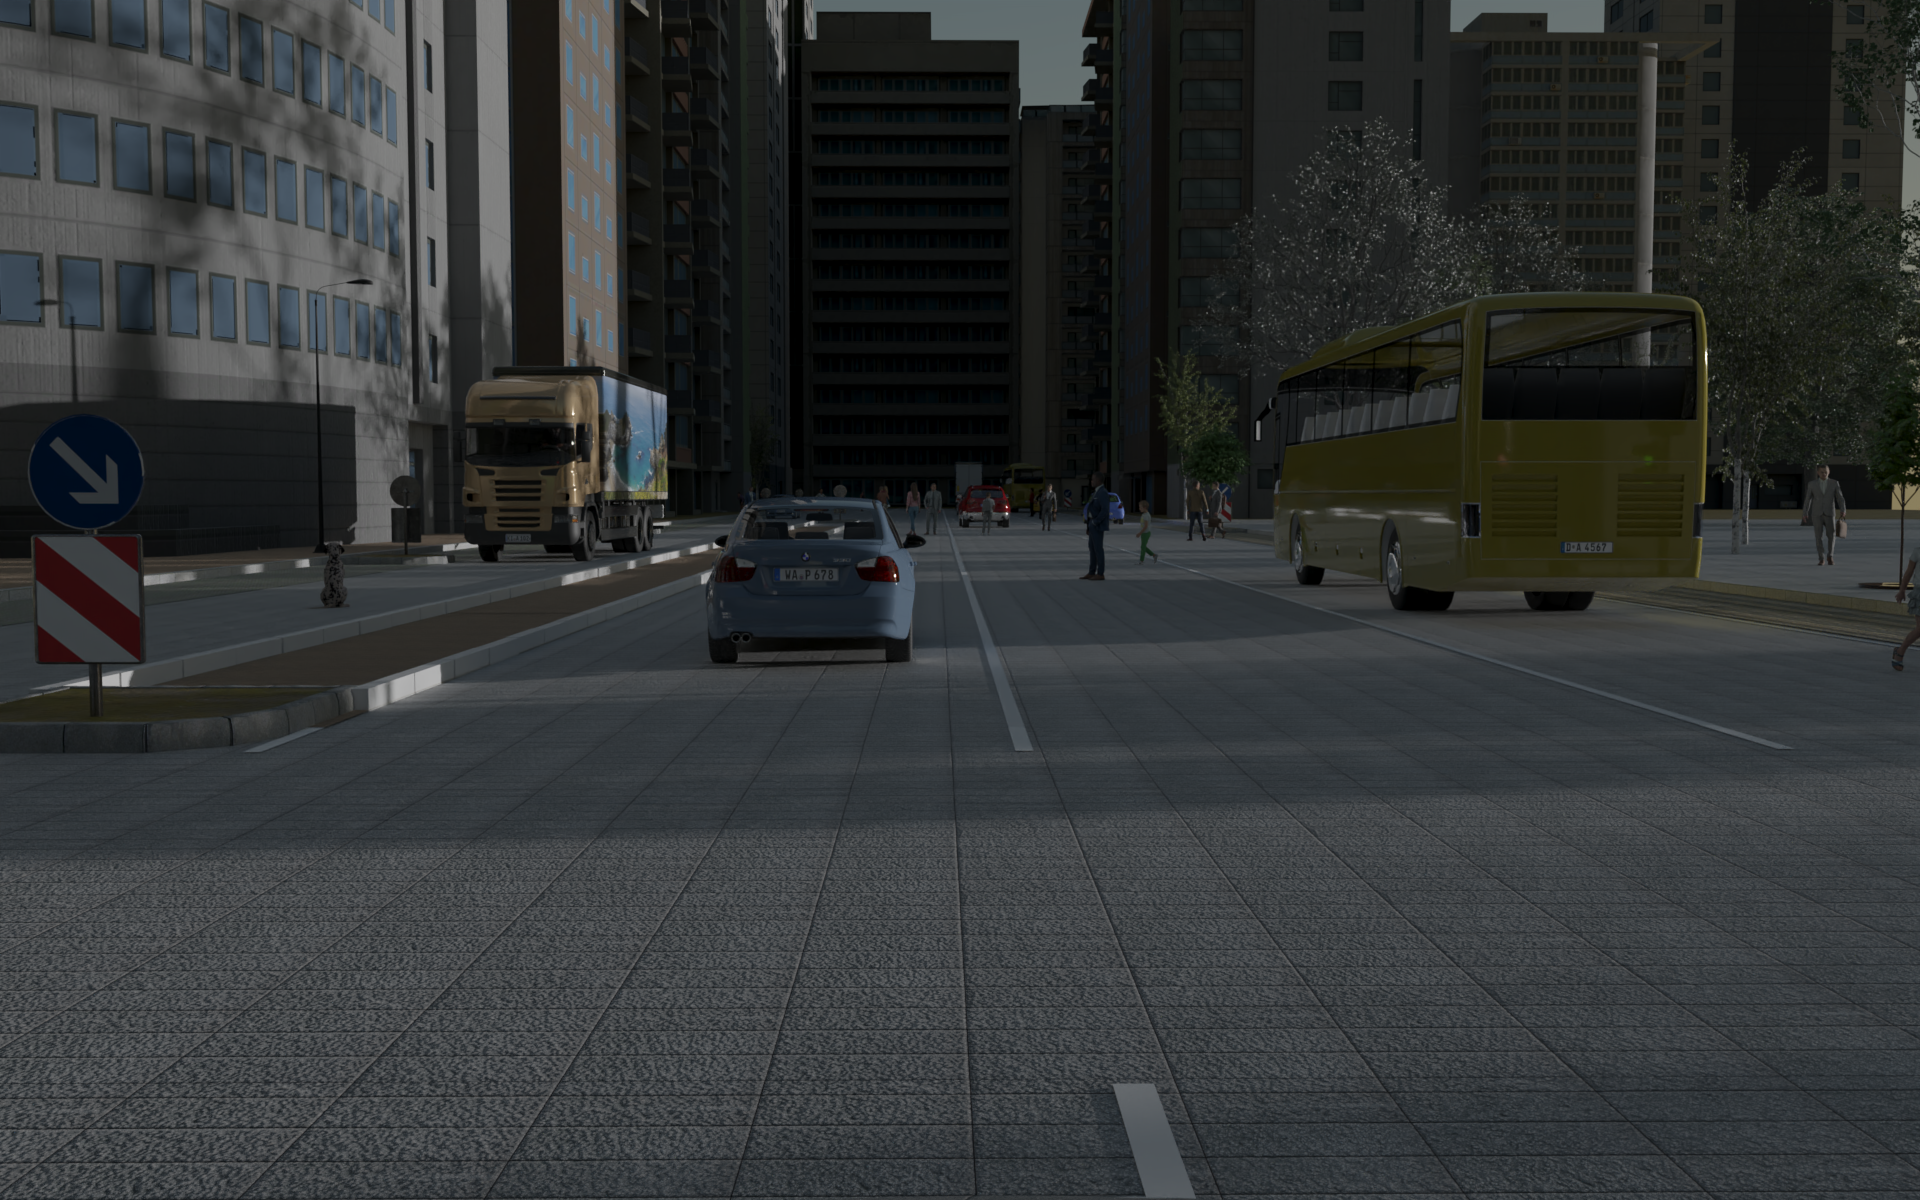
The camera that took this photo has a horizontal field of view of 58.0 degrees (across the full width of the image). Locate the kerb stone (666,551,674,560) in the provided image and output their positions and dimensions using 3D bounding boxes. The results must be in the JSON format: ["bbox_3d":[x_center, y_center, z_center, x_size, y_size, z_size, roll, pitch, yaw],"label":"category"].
[{"bbox_3d":[-6.395,-0.937,37.517,0.120,0.150,1.000,0,4,-1],"label":"kerb stone"}]

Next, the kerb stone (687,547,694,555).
[{"bbox_3d":[-6.437,-1.121,40.597,0.120,0.150,1.000,0,4,-1],"label":"kerb stone"}]

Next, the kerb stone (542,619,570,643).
[{"bbox_3d":[-4.030,0.320,17.032,0.120,0.150,1.000,0,4,-1],"label":"kerb stone"}]

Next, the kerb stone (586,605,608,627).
[{"bbox_3d":[-4.058,0.192,19.077,0.120,0.150,1.000,0,4,-1],"label":"kerb stone"}]

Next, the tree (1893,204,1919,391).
[{"bbox_3d":[22.250,-5.380,38.333,4.360,8.622,3.978,0,3,0],"label":"tree"}]

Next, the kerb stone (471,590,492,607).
[{"bbox_3d":[-6.201,0.007,22.145,0.120,0.150,1.000,0,4,-1],"label":"kerb stone"}]

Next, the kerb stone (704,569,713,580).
[{"bbox_3d":[-4.171,-0.374,28.310,0.120,0.150,1.000,0,4,-1],"label":"kerb stone"}]

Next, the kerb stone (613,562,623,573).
[{"bbox_3d":[-6.308,-0.561,31.371,0.120,0.150,1.000,0,4,-1],"label":"kerb stone"}]

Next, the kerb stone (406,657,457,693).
[{"bbox_3d":[-3.978,0.569,12.932,0.120,0.150,1.000,0,4,-1],"label":"kerb stone"}]

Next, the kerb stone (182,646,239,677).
[{"bbox_3d":[-6.087,0.505,13.933,0.120,0.150,1.000,0,4,-1],"label":"kerb stone"}]

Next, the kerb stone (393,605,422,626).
[{"bbox_3d":[-6.158,0.191,19.072,0.120,0.150,1.000,0,4,-1],"label":"kerb stone"}]

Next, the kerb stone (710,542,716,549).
[{"bbox_3d":[-6.487,-1.377,44.703,0.120,0.150,1.000,0,4,-1],"label":"kerb stone"}]

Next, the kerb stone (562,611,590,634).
[{"bbox_3d":[-4.046,0.254,18.054,0.120,0.150,1.000,0,4,-1],"label":"kerb stone"}]

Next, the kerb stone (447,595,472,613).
[{"bbox_3d":[-6.179,0.066,21.123,0.120,0.150,1.000,0,4,-1],"label":"kerb stone"}]

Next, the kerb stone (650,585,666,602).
[{"bbox_3d":[-4.105,-0.060,23.180,0.120,0.150,1.000,0,4,-1],"label":"kerb stone"}]

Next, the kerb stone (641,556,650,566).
[{"bbox_3d":[-6.353,-0.747,34.448,0.120,0.150,1.000,0,4,-1],"label":"kerb stone"}]

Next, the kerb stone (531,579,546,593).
[{"bbox_3d":[-6.234,-0.184,25.226,0.120,0.150,1.000,0,4,-1],"label":"kerb stone"}]

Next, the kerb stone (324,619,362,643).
[{"bbox_3d":[-6.128,0.318,17.002,0.120,0.150,1.000,0,4,-1],"label":"kerb stone"}]

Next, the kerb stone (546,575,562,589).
[{"bbox_3d":[-6.247,-0.245,26.260,0.120,0.150,1.000,0,4,-1],"label":"kerb stone"}]

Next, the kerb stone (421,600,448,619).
[{"bbox_3d":[-6.171,0.129,20.094,0.120,0.150,1.000,0,4,-1],"label":"kerb stone"}]

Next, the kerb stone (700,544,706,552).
[{"bbox_3d":[-6.456,-1.251,42.645,0.120,0.150,1.000,0,4,-1],"label":"kerb stone"}]

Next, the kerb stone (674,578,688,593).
[{"bbox_3d":[-4.136,-0.186,25.236,0.120,0.150,1.000,0,4,-1],"label":"kerb stone"}]

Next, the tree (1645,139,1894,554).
[{"bbox_3d":[16.803,-5.281,36.703,4.360,8.622,3.978,0,3,0],"label":"tree"}]

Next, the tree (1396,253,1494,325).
[{"bbox_3d":[23.421,-10.035,82.201,7.486,12.596,7.792,0,3,0],"label":"tree"}]

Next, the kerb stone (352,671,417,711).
[{"bbox_3d":[-3.963,0.629,11.908,0.120,0.150,1.000,0,4,-1],"label":"kerb stone"}]

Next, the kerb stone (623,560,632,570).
[{"bbox_3d":[-6.334,-0.624,32.395,0.120,0.150,1.000,0,4,-1],"label":"kerb stone"}]

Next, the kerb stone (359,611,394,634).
[{"bbox_3d":[-6.134,0.255,18.030,0.120,0.150,1.000,0,4,-1],"label":"kerb stone"}]

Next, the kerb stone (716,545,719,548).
[{"bbox_3d":[-6.505,-1.437,45.725,0.120,0.150,1.000,0,4,-1],"label":"kerb stone"}]

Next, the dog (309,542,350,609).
[{"bbox_3d":[-8.021,-0.310,21.901,0.513,0.831,0.800,1,4,23],"label":"dog"}]

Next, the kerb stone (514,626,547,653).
[{"bbox_3d":[-4.017,0.379,16.006,0.120,0.150,1.000,0,4,-1],"label":"kerb stone"}]

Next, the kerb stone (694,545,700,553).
[{"bbox_3d":[-6.451,-1.187,41.622,0.120,0.150,1.000,0,4,-1],"label":"kerb stone"}]

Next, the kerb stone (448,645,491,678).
[{"bbox_3d":[-3.989,0.505,13.960,0.120,0.150,1.000,0,4,-1],"label":"kerb stone"}]

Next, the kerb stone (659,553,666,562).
[{"bbox_3d":[-6.383,-0.872,36.492,0.120,0.150,1.000,0,4,-1],"label":"kerb stone"}]

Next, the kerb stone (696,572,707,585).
[{"bbox_3d":[-4.161,-0.307,27.286,0.120,0.150,1.000,0,4,-1],"label":"kerb stone"}]

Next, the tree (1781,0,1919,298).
[{"bbox_3d":[32.659,-12.152,54.582,12.611,20.169,13.585,0,3,0],"label":"tree"}]

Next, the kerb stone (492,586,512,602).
[{"bbox_3d":[-6.210,-0.060,23.171,0.120,0.150,1.000,0,4,-1],"label":"kerb stone"}]

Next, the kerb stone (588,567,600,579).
[{"bbox_3d":[-6.297,-0.436,29.326,0.120,0.150,1.000,0,4,-1],"label":"kerb stone"}]

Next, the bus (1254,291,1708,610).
[{"bbox_3d":[6.556,-1.994,24.146,2.896,3.916,12.252,0,3,0],"label":"bus"}]

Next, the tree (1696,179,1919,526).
[{"bbox_3d":[34.187,-9.954,69.409,9.857,13.997,8.962,0,3,0],"label":"tree"}]

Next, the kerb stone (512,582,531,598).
[{"bbox_3d":[-6.213,-0.123,24.201,0.120,0.150,1.000,0,4,-1],"label":"kerb stone"}]

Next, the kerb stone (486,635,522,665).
[{"bbox_3d":[-3.996,0.445,14.984,0.120,0.150,1.000,0,4,-1],"label":"kerb stone"}]

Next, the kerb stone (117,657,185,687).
[{"bbox_3d":[-6.073,0.568,12.906,0.120,0.150,1.000,0,4,-1],"label":"kerb stone"}]

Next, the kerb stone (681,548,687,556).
[{"bbox_3d":[-6.425,-1.062,39.566,0.120,0.150,1.000,0,4,-1],"label":"kerb stone"}]

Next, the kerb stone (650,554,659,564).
[{"bbox_3d":[-6.367,-0.812,35.470,0.120,0.150,1.000,0,4,-1],"label":"kerb stone"}]

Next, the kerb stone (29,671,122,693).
[{"bbox_3d":[-6.062,0.631,11.881,0.120,0.150,1.000,0,4,-1],"label":"kerb stone"}]

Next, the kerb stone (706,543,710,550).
[{"bbox_3d":[-6.482,-1.314,43.675,0.120,0.150,1.000,0,4,-1],"label":"kerb stone"}]

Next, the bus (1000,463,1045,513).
[{"bbox_3d":[4.971,-8.897,137.020,2.896,3.916,12.252,0,4,-2],"label":"bus"}]

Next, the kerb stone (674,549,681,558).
[{"bbox_3d":[-6.409,-0.997,38.539,0.120,0.150,1.000,0,4,-1],"label":"kerb stone"}]

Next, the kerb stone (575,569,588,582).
[{"bbox_3d":[-6.279,-0.374,28.304,0.120,0.150,1.000,0,4,-1],"label":"kerb stone"}]

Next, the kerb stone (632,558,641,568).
[{"bbox_3d":[-6.342,-0.686,33.417,0.120,0.150,1.000,0,4,-1],"label":"kerb stone"}]

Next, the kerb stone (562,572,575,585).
[{"bbox_3d":[-6.263,-0.311,27.282,0.120,0.150,1.000,0,4,-1],"label":"kerb stone"}]

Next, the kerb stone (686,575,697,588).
[{"bbox_3d":[-4.153,-0.248,26.258,0.120,0.150,1.000,0,4,-1],"label":"kerb stone"}]

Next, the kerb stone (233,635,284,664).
[{"bbox_3d":[-6.108,0.444,14.955,0.120,0.150,1.000,0,4,-1],"label":"kerb stone"}]

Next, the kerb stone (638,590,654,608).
[{"bbox_3d":[-4.092,0.004,22.148,0.120,0.150,1.000,0,4,-1],"label":"kerb stone"}]

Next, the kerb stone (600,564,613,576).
[{"bbox_3d":[-6.286,-0.499,30.348,0.120,0.150,1.000,0,4,-1],"label":"kerb stone"}]

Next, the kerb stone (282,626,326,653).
[{"bbox_3d":[-6.113,0.380,15.980,0.120,0.150,1.000,0,4,-1],"label":"kerb stone"}]

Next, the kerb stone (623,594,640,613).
[{"bbox_3d":[-4.081,0.067,21.122,0.120,0.150,1.000,0,4,-1],"label":"kerb stone"}]

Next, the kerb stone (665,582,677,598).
[{"bbox_3d":[-4.123,-0.123,24.202,0.120,0.150,1.000,0,4,-1],"label":"kerb stone"}]

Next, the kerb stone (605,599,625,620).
[{"bbox_3d":[-4.067,0.129,20.099,0.120,0.150,1.000,0,4,-1],"label":"kerb stone"}]
